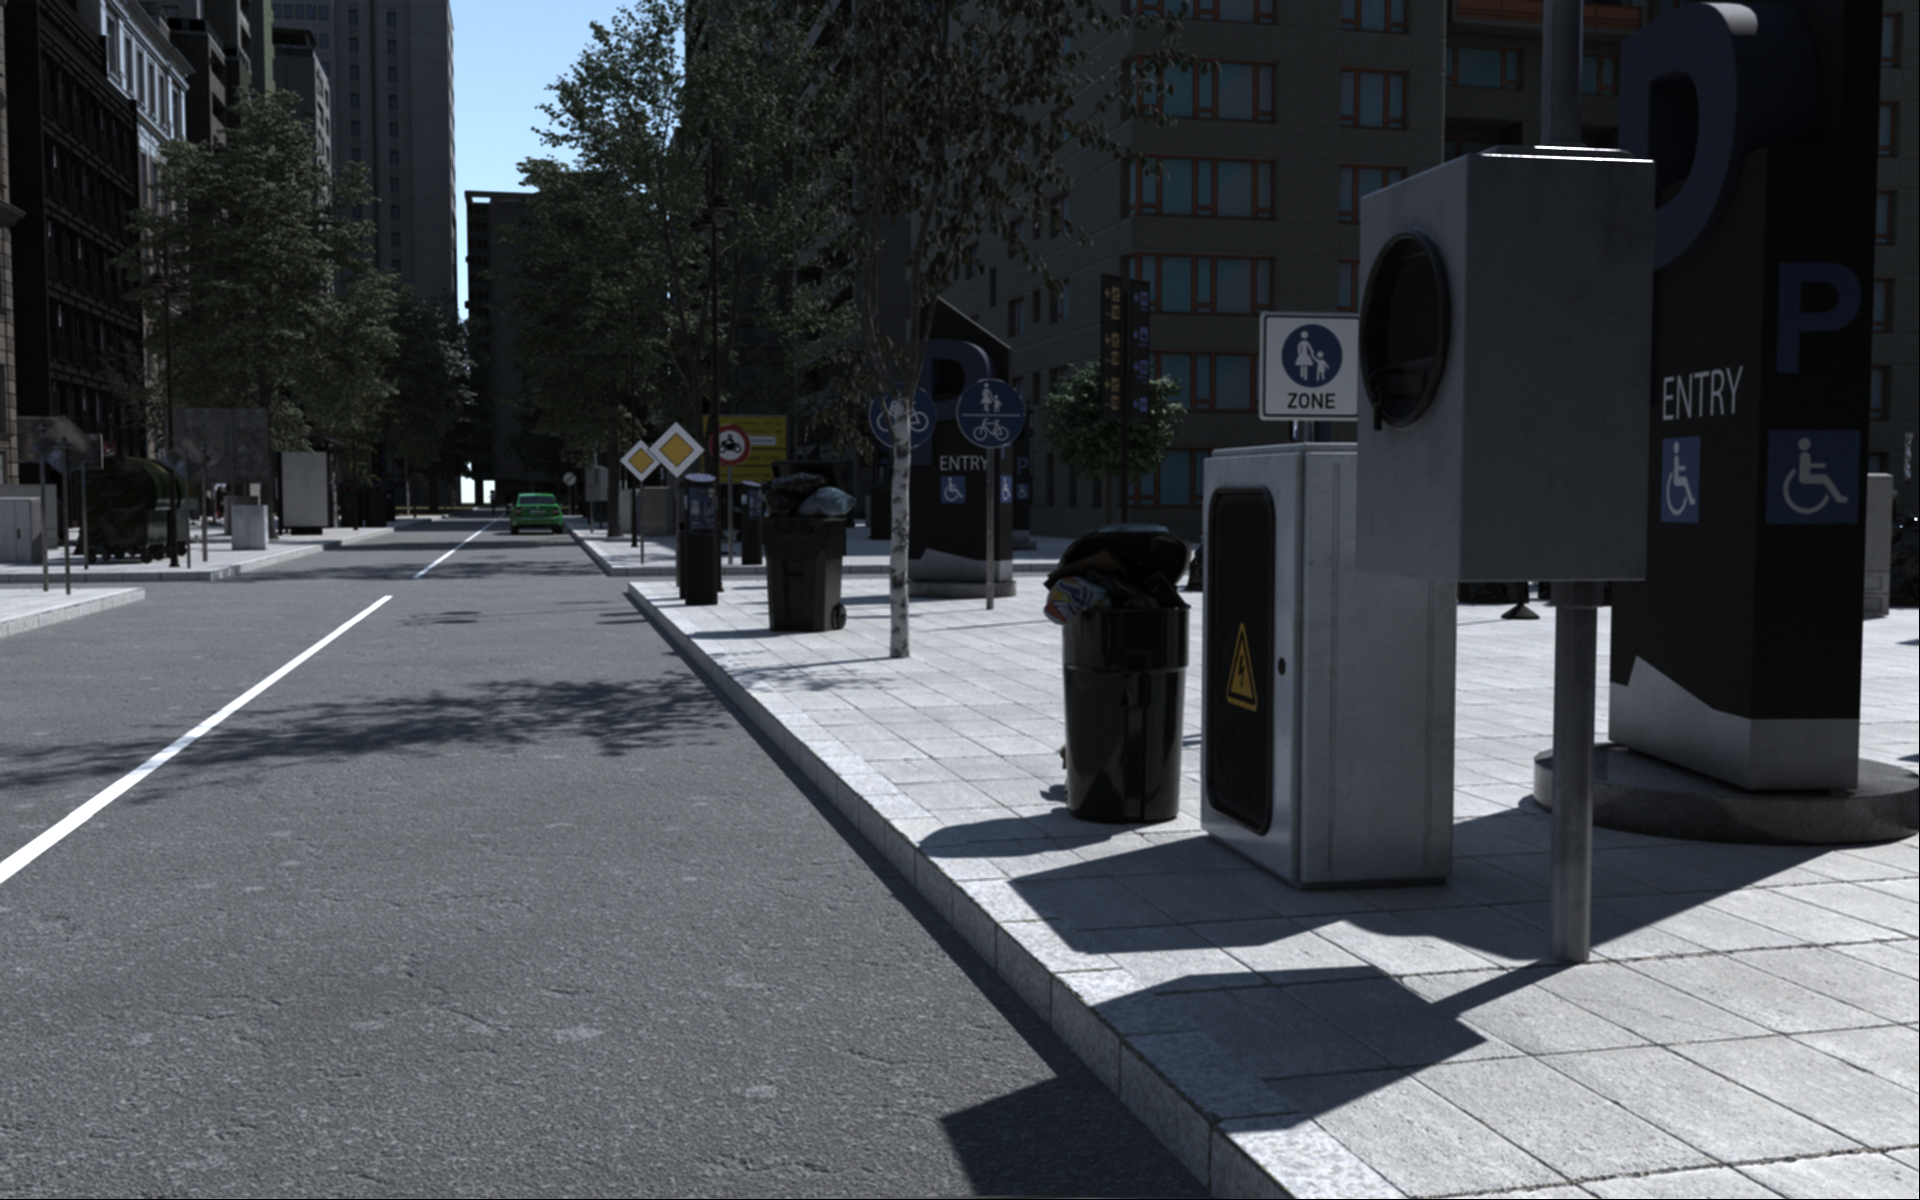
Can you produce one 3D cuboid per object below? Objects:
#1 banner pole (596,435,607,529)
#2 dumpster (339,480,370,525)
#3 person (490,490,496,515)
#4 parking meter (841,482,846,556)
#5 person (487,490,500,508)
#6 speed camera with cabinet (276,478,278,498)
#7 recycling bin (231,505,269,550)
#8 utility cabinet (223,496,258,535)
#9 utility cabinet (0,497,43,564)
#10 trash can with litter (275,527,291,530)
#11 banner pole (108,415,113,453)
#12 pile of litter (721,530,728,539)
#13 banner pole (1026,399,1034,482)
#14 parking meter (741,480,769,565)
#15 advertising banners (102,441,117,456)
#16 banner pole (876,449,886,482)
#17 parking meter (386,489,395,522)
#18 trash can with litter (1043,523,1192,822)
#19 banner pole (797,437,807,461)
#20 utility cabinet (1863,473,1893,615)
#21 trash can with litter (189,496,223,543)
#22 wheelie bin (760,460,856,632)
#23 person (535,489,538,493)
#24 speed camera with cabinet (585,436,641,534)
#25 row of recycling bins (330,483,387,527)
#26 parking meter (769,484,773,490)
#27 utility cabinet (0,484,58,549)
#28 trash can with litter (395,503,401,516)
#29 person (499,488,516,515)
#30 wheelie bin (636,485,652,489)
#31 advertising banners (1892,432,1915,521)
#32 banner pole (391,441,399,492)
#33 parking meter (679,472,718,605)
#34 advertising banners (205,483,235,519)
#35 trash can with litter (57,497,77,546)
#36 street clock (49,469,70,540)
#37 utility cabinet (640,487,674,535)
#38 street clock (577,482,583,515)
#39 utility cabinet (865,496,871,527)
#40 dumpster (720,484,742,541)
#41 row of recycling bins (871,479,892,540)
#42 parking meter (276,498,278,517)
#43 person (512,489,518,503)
[{"bbox_3d":[-13.152,-4.455,62.856,0.401,3.779,0.863,1,4,13],"label":"banner pole"},{"bbox_3d":[-24.419,-3.933,70.070,1.264,1.857,1.865,-1,4,-14],"label":"dumpster"},{"bbox_3d":[-32.812,-6.854,121.493,0.436,1.711,0.756,1,4,19],"label":"person"},{"bbox_3d":[-2.571,-1.701,36.216,0.372,1.533,0.369,0,3,0],"label":"parking meter"},{"bbox_3d":[-47.816,-10.344,177.620,1.348,1.824,0.705,-2,4,-33],"label":"person"},{"bbox_3d":[-35.462,-6.009,92.585,2.038,3.252,0.660,-3,5,-44],"label":"speed camera with cabinet"},{"bbox_3d":[-16.330,-1.669,39.837,0.722,1.027,0.722,-1,4,-16],"label":"recycling bin"},{"bbox_3d":[-22.838,-2.683,55.032,0.306,1.237,1.020,3,4,39],"label":"utility cabinet"},{"bbox_3d":[-17.497,-1.284,32.149,1.020,1.237,0.306,1,4,22],"label":"utility cabinet"},{"bbox_3d":[-24.393,-3.166,62.826,2.233,1.210,1.678,-3,5,-43],"label":"trash can with litter"},{"bbox_3d":[-26.650,-3.941,54.450,0.401,3.779,0.863,-2,4,-30],"label":"banner pole"},{"bbox_3d":[-7.220,-2.184,49.680,1.176,0.858,1.719,-1,4,-13],"label":"pile of litter"},{"bbox_3d":[1.824,-3.381,45.291,0.401,3.779,0.863,-1,4,-10],"label":"banner pole"},{"bbox_3d":[-3.781,-1.409,31.447,0.372,1.533,0.369,0,3,0],"label":"parking meter"},{"bbox_3d":[-27.768,-3.781,58.014,0.090,3.025,2.074,2,4,26],"label":"advertising banners"},{"bbox_3d":[-4.020,-5.835,85.421,0.863,3.779,0.401,1,4,12],"label":"banner pole"},{"bbox_3d":[-26.591,-4.432,80.867,0.372,1.533,0.369,0,3,0],"label":"parking meter"},{"bbox_3d":[0.583,0.261,7.123,0.624,1.170,1.055,0,4,-6],"label":"trash can with litter"},{"bbox_3d":[-6.927,-5.271,76.204,0.401,3.779,0.863,-3,5,-44],"label":"banner pole"},{"bbox_3d":[9.147,-0.587,18.283,1.173,1.500,0.318,1,4,15],"label":"utility cabinet"},{"bbox_3d":[-20.501,-2.118,45.680,1.678,1.210,2.233,-2,4,-32],"label":"trash can with litter"},{"bbox_3d":[-1.443,-0.514,16.308,0.980,1.594,0.693,1,4,16],"label":"wheelie bin"},{"bbox_3d":[-32.572,-7.624,133.153,1.348,1.824,0.705,-3,5,-40],"label":"person"},{"bbox_3d":[-11.364,-3.825,56.876,2.038,3.252,0.660,2,4,32],"label":"speed camera with cabinet"},{"bbox_3d":[-24.080,-3.671,67.126,3.534,1.692,1.069,-1,4,-13],"label":"row of recycling bins"},{"bbox_3d":[-4.891,-2.154,43.637,0.372,1.533,0.369,0,3,0],"label":"parking meter"},{"bbox_3d":[-21.300,-1.888,39.551,1.173,1.500,0.318,-3,5,-41],"label":"utility cabinet"},{"bbox_3d":[-33.099,-5.437,99.945,2.233,1.210,1.678,1,4,15],"label":"trash can with litter"},{"bbox_3d":[-31.294,-6.818,119.983,1.348,1.822,0.705,1,4,17],"label":"person"},{"bbox_3d":[-10.791,-3.116,58.847,0.980,1.594,0.693,-2,4,-30],"label":"wheelie bin"},{"bbox_3d":[26.080,-3.193,48.390,2.074,3.025,0.090,-2,4,-34],"label":"advertising banners"},{"bbox_3d":[-26.720,-5.620,81.905,0.401,3.779,0.863,0,4,5],"label":"banner pole"},{"bbox_3d":[-3.003,-0.713,20.072,0.372,1.533,0.369,0,3,0],"label":"parking meter"},{"bbox_3d":[-38.324,-5.694,89.282,2.074,3.025,0.090,1,4,12],"label":"advertising banners"},{"bbox_3d":[-22.587,-1.923,42.505,1.678,1.210,2.233,1,4,16],"label":"trash can with litter"},{"bbox_3d":[-24.979,-2.662,48.095,0.471,2.002,0.358,-1,4,-19],"label":"street clock"},{"bbox_3d":[-9.337,-2.731,53.335,1.173,1.500,0.318,3,4,36],"label":"utility cabinet"},{"bbox_3d":[-23.026,-6.159,105.276,0.471,2.002,0.358,-1,4,-20],"label":"street clock"},{"bbox_3d":[-3.165,-3.430,67.244,1.020,1.237,0.306,2,4,23],"label":"utility cabinet"},{"bbox_3d":[-6.293,-2.703,46.682,1.502,2.255,1.985,-1,4,-14],"label":"dumpster"},{"bbox_3d":[-0.826,-2.581,49.305,3.534,1.692,1.069,-1,4,-19],"label":"row of recycling bins"},{"bbox_3d":[-38.038,-5.410,96.866,0.372,1.533,0.369,0,3,0],"label":"parking meter"},{"bbox_3d":[-36.395,-8.167,142.054,0.705,1.821,1.348,1,4,22],"label":"person"}]
